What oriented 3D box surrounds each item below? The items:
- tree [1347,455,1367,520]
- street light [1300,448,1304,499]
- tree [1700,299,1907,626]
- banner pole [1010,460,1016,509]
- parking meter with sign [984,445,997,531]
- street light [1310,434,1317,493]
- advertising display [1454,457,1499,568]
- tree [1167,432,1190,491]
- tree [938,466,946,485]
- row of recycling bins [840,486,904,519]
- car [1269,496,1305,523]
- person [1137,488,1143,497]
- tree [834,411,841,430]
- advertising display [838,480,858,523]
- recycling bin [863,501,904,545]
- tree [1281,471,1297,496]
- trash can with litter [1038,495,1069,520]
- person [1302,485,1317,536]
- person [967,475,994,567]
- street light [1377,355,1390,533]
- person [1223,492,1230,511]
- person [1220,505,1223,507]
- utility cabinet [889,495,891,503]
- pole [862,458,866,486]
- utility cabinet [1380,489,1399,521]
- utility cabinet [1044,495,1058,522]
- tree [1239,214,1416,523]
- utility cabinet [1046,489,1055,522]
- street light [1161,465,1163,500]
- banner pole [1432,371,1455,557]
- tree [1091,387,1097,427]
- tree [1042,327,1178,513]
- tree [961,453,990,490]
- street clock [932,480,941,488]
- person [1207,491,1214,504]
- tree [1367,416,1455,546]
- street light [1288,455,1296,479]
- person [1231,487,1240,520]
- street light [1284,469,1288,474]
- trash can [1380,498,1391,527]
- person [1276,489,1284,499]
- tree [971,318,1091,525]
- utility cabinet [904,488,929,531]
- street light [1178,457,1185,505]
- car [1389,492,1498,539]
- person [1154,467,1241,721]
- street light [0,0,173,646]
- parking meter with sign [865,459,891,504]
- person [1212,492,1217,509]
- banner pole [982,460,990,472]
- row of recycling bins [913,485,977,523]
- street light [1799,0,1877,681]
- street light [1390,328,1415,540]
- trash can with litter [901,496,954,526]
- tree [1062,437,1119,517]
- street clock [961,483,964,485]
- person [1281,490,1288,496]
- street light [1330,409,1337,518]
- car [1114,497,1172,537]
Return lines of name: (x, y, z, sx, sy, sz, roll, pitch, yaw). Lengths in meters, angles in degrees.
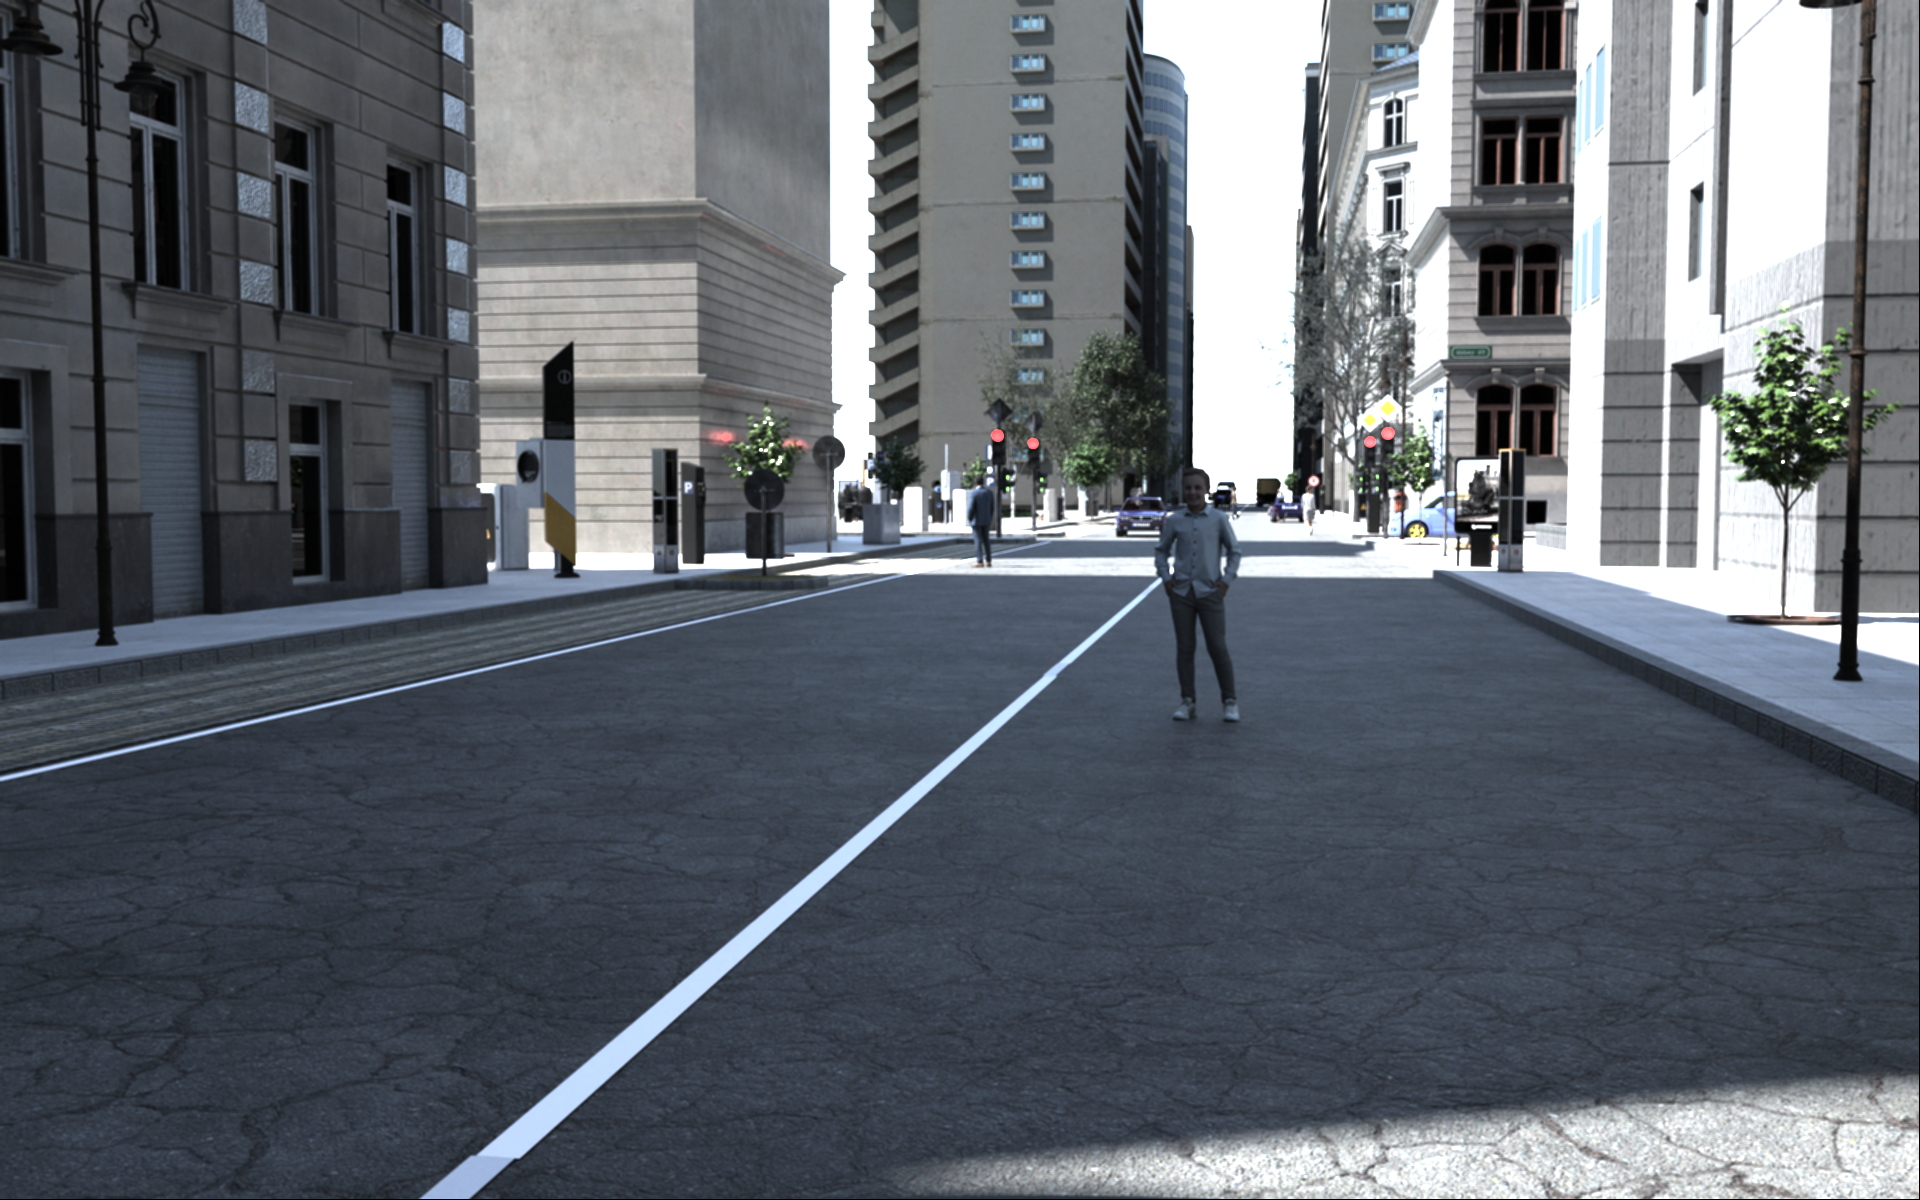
tree: (19.975, -5.577, 85.787, 1.663, 3.219, 1.824, 0, 3, 0)
street light: (33.334, -12.007, 169.109, 0.468, 5.910, 1.993, 1, 4, 10)
tree: (8.197, -1.392, 17.354, 1.663, 3.219, 1.824, 0, 3, 0)
banner pole: (3.846, -8.310, 125.885, 0.401, 3.779, 0.863, -2, 4, -31)
parking meter with sign: (1.066, -3.916, 60.289, 0.543, 3.016, 1.738, 0, 4, 8)
street light: (26.994, -9.783, 132.740, 0.468, 5.910, 1.993, 1, 4, 10)
advertising display: (9.106, -1.529, 30.216, 0.974, 1.923, 0.123, 3, 5, 40)
tree: (24.892, -15.470, 203.293, 4.737, 8.622, 4.395, 0, 3, 0)
tree: (-1.077, -7.715, 120.737, 1.663, 3.219, 1.824, 0, 3, 0)
row of recycling bins: (-4.390, -4.982, 88.572, 3.534, 1.692, 1.069, 0, 4, 1)
car: (16.783, -4.646, 88.544, 1.945, 1.354, 3.894, 1, 4, 8)
person: (9.980, -5.287, 95.338, 0.834, 1.777, 0.661, 1, 4, 12)
tree: (-9.129, -9.093, 99.028, 4.360, 8.622, 3.978, 0, 3, 0)
advertising display: (-5.013, -4.422, 77.507, 0.974, 1.923, 0.123, -2, 4, -30)
recycling bin: (-2.005, -1.944, 44.346, 0.722, 1.027, 0.722, 3, 5, 40)
tree: (42.162, -14.392, 219.024, 4.285, 4.588, 4.351, 0, 3, 0)
trash can with litter: (4.632, -4.619, 86.574, 2.233, 1.210, 1.678, -3, 5, -44)
person: (12.032, -3.079, 59.584, 0.466, 1.731, 0.760, -1, 4, -10)
person: (0.426, -1.548, 33.991, 0.721, 1.800, 0.419, -3, 5, -41)
street light: (14.105, -5.185, 57.557, 0.468, 5.910, 1.993, 1, 4, 10)
person: (22.497, -8.329, 146.153, 0.593, 1.643, 0.415, -1, 4, -9)
person: (29.183, -11.278, 193.608, 0.721, 1.735, 1.217, 3, 5, 44)
utility cabinet: (-5.187, -6.439, 116.433, 1.020, 1.237, 0.306, -1, 4, -9)
pole: (-5.457, -6.389, 98.297, 0.158, 3.312, 0.155, 0, 3, 0)
utility cabinet: (20.308, -4.509, 82.404, 0.318, 1.500, 1.173, -3, 4, -37)
utility cabinet: (4.193, -4.198, 79.798, 0.306, 1.237, 1.020, -1, 4, -19)
tree: (17.541, -10.188, 76.939, 12.009, 13.543, 11.850, 0, 3, 0)
utility cabinet: (4.055, -4.238, 77.962, 0.318, 1.500, 1.173, 0, 4, -3)
street light: (19.948, -12.121, 170.960, 0.468, 5.910, 1.993, 1, 4, 10)
banner pole: (9.883, -2.787, 35.577, 0.401, 3.779, 0.863, -1, 4, -12)
tree: (5.298, -8.576, 90.574, 4.360, 8.622, 3.978, 0, 3, 0)
tree: (10.231, -12.331, 118.614, 9.611, 12.733, 9.660, 0, 3, 0)
tree: (0.756, -5.327, 81.699, 1.663, 3.219, 1.824, 0, 3, 0)
street clock: (-1.252, -5.348, 92.003, 0.358, 2.002, 0.471, 3, 5, 43)
person: (29.737, -11.926, 203.486, 1.348, 1.824, 0.705, 1, 4, 16)
tree: (11.427, -2.988, 43.460, 1.663, 3.219, 1.824, 0, 3, 0)
street light: (41.235, -14.774, 214.335, 0.468, 5.910, 1.993, 1, 4, 10)
person: (15.455, -5.456, 97.618, 0.836, 1.842, 0.656, -3, 5, -42)
street light: (47.513, -16.999, 250.715, 0.468, 5.910, 1.993, 1, 4, 10)
trash can: (16.665, -3.471, 68.407, 0.748, 1.137, 0.748, 0, 3, 0)
person: (21.072, -6.445, 114.270, 0.834, 1.777, 0.661, -3, 5, -44)
tree: (2.389, -7.443, 72.059, 4.360, 8.622, 3.978, 0, 3, 0)
utility cabinet: (-1.492, -3.110, 59.533, 0.318, 1.500, 1.173, -2, 4, -33)
street light: (27.890, -14.906, 216.504, 0.468, 5.910, 1.993, 1, 4, 10)
car: (14.967, -2.637, 52.709, 3.694, 1.707, 1.945, 1, 4, 9)
person: (1.510, -0.045, 11.044, 0.589, 1.601, 0.330, 2, 4, 25)
street light: (-7.241, -2.552, 14.519, 0.468, 5.910, 1.993, 1, 4, 10)
parking meter with sign: (-3.958, -5.469, 85.685, 0.543, 3.016, 1.738, -3, 4, -38)
person: (21.232, -8.219, 144.344, 0.415, 1.643, 0.593, -1, 4, -17)
banner pole: (1.705, -7.673, 115.462, 0.863, 3.779, 0.401, 0, 4, -8)
row of recycling bins: (-0.477, -4.275, 77.017, 3.534, 1.692, 1.069, 1, 4, 11)
street light: (6.127, -2.384, 11.773, 0.468, 5.910, 1.993, 1, 4, 10)
street light: (12.368, -4.617, 48.269, 0.468, 5.910, 1.993, 1, 4, 10)
trash can with litter: (-1.140, -3.891, 74.667, 1.678, 1.210, 2.233, -3, 5, -40)
tree: (7.400, -7.044, 98.881, 4.285, 4.588, 4.351, 0, 3, 0)
street clock: (0.118, -7.452, 126.413, 0.358, 2.002, 0.471, -2, 4, -33)
person: (29.259, -9.015, 156.431, 0.750, 1.759, 0.617, -1, 4, -12)
street light: (20.276, -7.411, 93.956, 0.468, 5.910, 1.993, 1, 4, 10)
car: (6.241, -2.837, 58.972, 1.945, 1.354, 3.894, 0, 4, 8)
